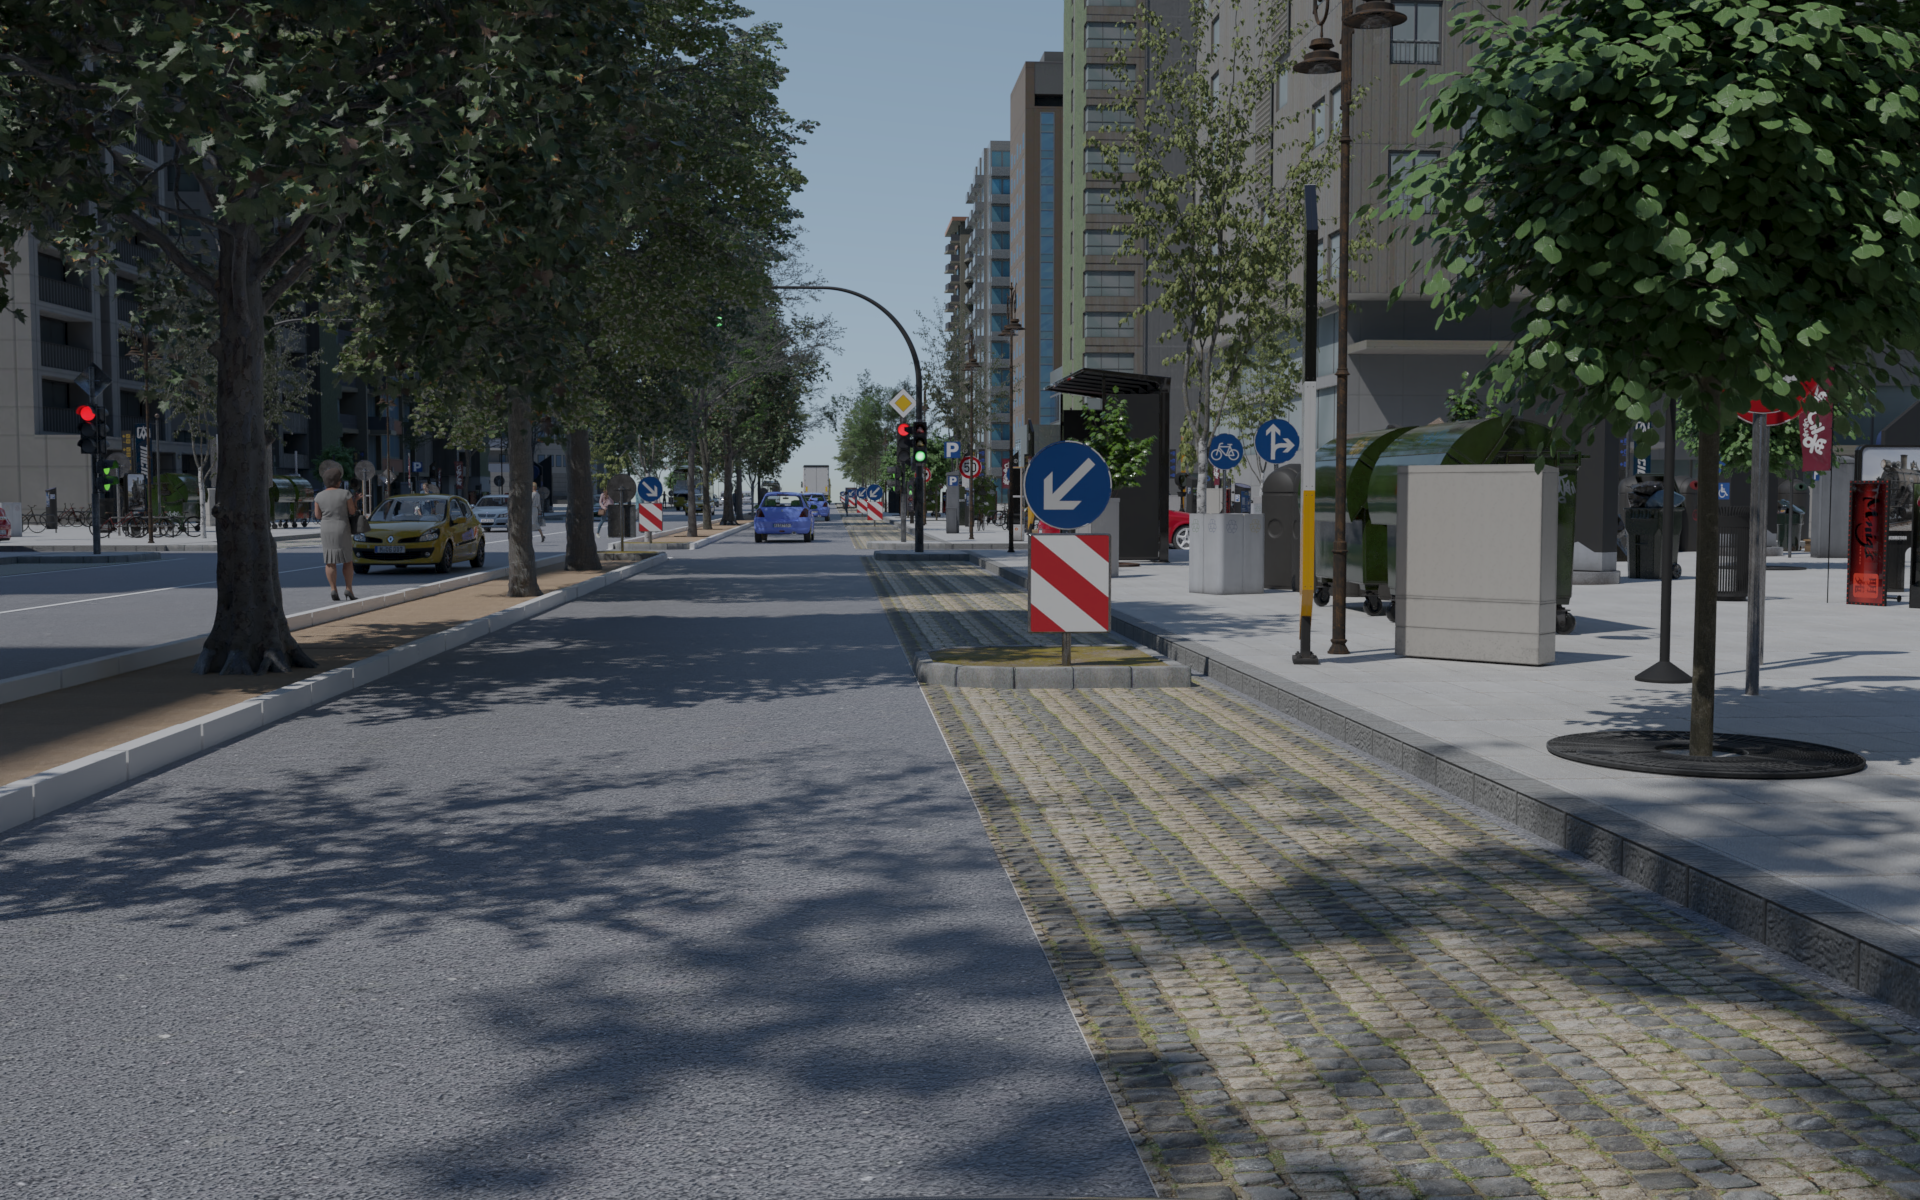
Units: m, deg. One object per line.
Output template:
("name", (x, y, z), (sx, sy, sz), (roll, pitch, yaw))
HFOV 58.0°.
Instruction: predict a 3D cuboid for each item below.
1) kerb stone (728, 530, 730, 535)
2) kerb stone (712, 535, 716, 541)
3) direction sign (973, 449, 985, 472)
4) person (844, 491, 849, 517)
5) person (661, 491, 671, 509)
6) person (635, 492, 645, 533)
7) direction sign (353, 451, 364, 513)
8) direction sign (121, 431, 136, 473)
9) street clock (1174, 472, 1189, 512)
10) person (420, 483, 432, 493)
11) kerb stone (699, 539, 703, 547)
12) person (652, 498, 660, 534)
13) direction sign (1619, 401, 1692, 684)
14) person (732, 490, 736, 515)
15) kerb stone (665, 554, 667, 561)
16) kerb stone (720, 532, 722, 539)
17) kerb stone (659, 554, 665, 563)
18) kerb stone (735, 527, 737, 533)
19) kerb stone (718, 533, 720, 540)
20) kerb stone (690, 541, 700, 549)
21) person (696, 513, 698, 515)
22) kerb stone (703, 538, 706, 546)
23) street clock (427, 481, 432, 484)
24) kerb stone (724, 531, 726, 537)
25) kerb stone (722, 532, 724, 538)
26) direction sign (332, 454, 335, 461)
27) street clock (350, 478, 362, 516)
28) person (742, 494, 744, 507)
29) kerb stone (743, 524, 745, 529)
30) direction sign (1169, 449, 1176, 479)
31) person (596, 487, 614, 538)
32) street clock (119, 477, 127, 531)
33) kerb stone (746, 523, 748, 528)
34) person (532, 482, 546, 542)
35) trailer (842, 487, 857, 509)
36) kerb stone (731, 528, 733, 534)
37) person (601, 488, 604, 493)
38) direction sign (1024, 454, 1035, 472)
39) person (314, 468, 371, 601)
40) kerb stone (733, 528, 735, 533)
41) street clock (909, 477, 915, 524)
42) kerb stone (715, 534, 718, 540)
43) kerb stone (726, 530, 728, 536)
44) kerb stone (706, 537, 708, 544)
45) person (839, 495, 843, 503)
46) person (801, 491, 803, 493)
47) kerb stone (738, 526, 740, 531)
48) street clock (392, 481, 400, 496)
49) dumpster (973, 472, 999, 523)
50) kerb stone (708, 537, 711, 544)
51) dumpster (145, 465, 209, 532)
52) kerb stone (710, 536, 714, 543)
("kerb stone", (-7.984, -2.237, 58.790), (0.120, 0.150, 1.000), (0, 4, -4))
("kerb stone", (-7.438, -1.801, 51.634), (0.120, 0.150, 1.000), (0, 4, -4))
("direction sign", (0.848, -5.815, 87.074), (0.876, 3.537, 0.379), (2, 4, 23))
("person", (-7.024, -5.923, 107.146), (0.330, 1.601, 0.589), (0, 4, 5))
("person", (-28.309, -9.588, 165.979), (1.217, 1.735, 0.721), (-2, 4, -24))
("person", (-11.840, -3.383, 63.676), (0.748, 1.841, 0.638), (0, 4, -3))
("direction sign", (-31.336, -6.017, 90.370), (0.876, 3.537, 0.379), (2, 4, 35))
("direction sign", (-29.541, -4.284, 62.033), (0.876, 3.537, 0.379), (0, 4, 0))
("street clock", (7.406, -3.257, 57.827), (0.471, 2.002, 0.358), (-2, 4, -32))
("person", (-18.741, -3.199, 60.828), (0.581, 1.822, 0.654), (-1, 4, -15))
("kerb stone", (-7.060, -1.485, 46.510), (0.120, 0.150, 1.000), (0, 4, -4))
("person", (-10.981, -3.250, 62.308), (0.731, 1.740, 0.598), (2, 4, 27))
("direction sign", (4.831, -1.210, 11.775), (0.379, 3.537, 0.876), (3, 5, 43))
("person", (-15.146, -6.658, 117.544), (0.709, 1.800, 0.728), (-1, 4, -23))
("kerb stone", (-6.332, -0.894, 36.808), (0.120, 0.150, 1.000), (0, 4, -4))
("kerb stone", (-7.679, -1.988, 54.698), (0.120, 0.150, 1.000), (0, 4, -4))
("kerb stone", (-6.260, -0.828, 35.787), (0.120, 0.150, 1.000), (0, 4, -4))
("kerb stone", (-8.293, -2.488, 62.881), (0.120, 0.150, 1.000), (0, 4, -4))
("kerb stone", (-7.609, -1.925, 53.675), (0.120, 0.150, 1.000), (0, 4, -4))
("kerb stone", (-7.000, -1.421, 45.490), (0.120, 0.150, 1.000), (0, 4, -4))
("person", (-18.220, -6.624, 118.617), (0.589, 1.601, 0.330), (1, 4, 15))
("kerb stone", (-7.138, -1.550, 47.540), (0.120, 0.150, 1.000), (0, 4, -4))
("street clock", (-29.394, -5.566, 95.581), (0.358, 2.002, 0.471), (2, 4, 34))
("kerb stone", (-7.827, -2.113, 56.747), (0.120, 0.150, 1.000), (0, 4, -4))
("kerb stone", (-7.759, -2.049, 55.722), (0.120, 0.150, 1.000), (0, 4, -4))
("direction sign", (-35.722, -6.536, 98.857), (0.379, 3.537, 0.876), (-2, 4, -27))
("street clock", (-26.700, -4.406, 76.604), (0.471, 2.002, 0.358), (1, 4, 22))
("person", (-24.175, -11.198, 191.678), (0.705, 1.812, 1.348), (1, 4, 11))
("kerb stone", (-8.759, -2.862, 69.025), (0.120, 0.150, 1.000), (0, 4, -4))
("direction sign", (10.527, -5.850, 87.651), (0.876, 3.537, 0.379), (3, 4, 37))
("person", (-11.578, -2.899, 56.493), (0.643, 1.750, 0.593), (3, 5, 45))
("street clock", (-29.062, -3.405, 60.241), (0.471, 2.002, 0.358), (-2, 4, -34))
("kerb stone", (-8.909, -2.990, 71.079), (0.120, 0.150, 1.000), (0, 4, -4))
("person", (-12.603, -2.594, 51.262), (0.624, 1.780, 0.694), (2, 4, 28))
("trailer", (-9.435, -8.732, 149.813), (1.471, 1.999, 3.904), (0, 4, -5))
("kerb stone", (-8.143, -2.360, 60.836), (0.120, 0.150, 1.000), (0, 4, -4))
("person", (-23.024, -6.245, 110.872), (0.573, 1.790, 0.520), (-2, 4, -28))
("direction sign", (3.933, -6.487, 98.062), (0.379, 3.537, 0.876), (3, 5, 45))
("person", (-8.293, -0.886, 23.342), (0.716, 1.782, 0.532), (0, 4, -5))
("kerb stone", (-8.215, -2.423, 61.855), (0.120, 0.150, 1.000), (0, 4, -4))
("street clock", (-2.085, -4.315, 75.128), (0.358, 2.002, 0.471), (0, 4, -4))
("kerb stone", (-7.527, -1.863, 52.657), (0.120, 0.150, 1.000), (0, 4, -4))
("kerb stone", (-7.910, -2.172, 57.770), (0.120, 0.150, 1.000), (0, 4, -4))
("kerb stone", (-7.220, -1.612, 48.558), (0.120, 0.150, 1.000), (0, 4, -4))
("person", (-18.217, -15.952, 269.274), (1.348, 1.831, 0.705), (2, 4, 34))
("person", (-14.751, -9.313, 161.700), (0.436, 1.711, 0.756), (-3, 5, -40))
("kerb stone", (-8.448, -2.614, 64.933), (0.120, 0.150, 1.000), (0, 4, -4))
("street clock", (-32.188, -5.766, 98.847), (0.471, 2.002, 0.358), (3, 5, 40))
("dumpster", (0.884, -4.464, 75.484), (1.502, 2.255, 1.985), (0, 4, -4))
("kerb stone", (-7.303, -1.670, 49.583), (0.120, 0.150, 1.000), (0, 4, -4))
("dumpster", (-26.559, -3.435, 58.657), (1.502, 2.255, 1.985), (0, 4, -4))
("kerb stone", (-7.368, -1.737, 50.606), (0.120, 0.150, 1.000), (0, 4, -4))
